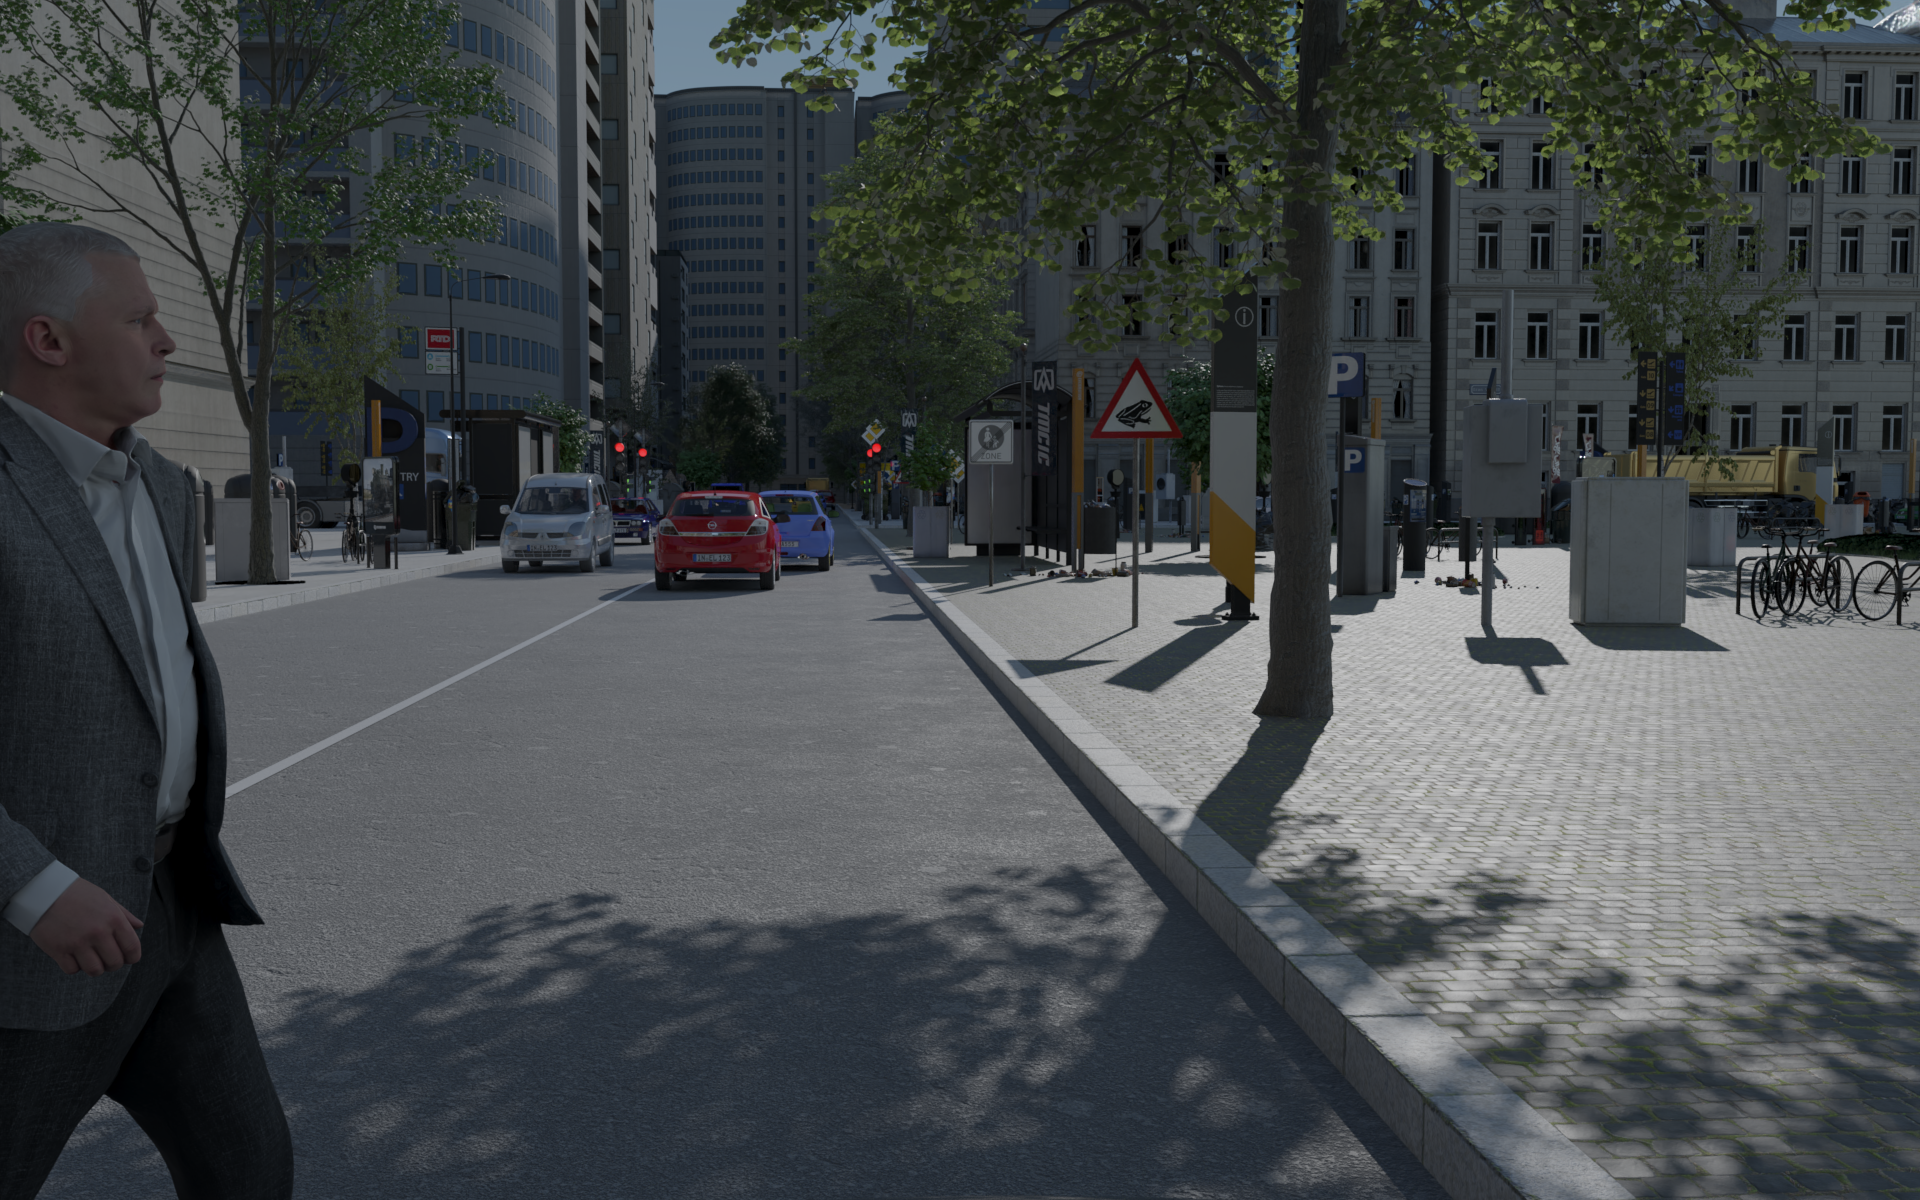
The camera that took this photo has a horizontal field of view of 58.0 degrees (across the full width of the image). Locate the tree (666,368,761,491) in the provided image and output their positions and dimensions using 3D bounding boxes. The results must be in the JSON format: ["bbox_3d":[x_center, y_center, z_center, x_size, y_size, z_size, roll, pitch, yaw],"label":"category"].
[{"bbox_3d":[-18.109,-11.804,127.409,7.601,10.594,8.767,-1,4,-9],"label":"tree"}]

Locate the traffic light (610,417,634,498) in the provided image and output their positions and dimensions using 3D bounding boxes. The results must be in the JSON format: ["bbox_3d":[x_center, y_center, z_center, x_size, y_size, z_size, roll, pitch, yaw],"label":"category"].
[{"bbox_3d":[-12.396,-4.556,63.417,0.839,4.253,0.868,0,4,-4],"label":"traffic light"}]

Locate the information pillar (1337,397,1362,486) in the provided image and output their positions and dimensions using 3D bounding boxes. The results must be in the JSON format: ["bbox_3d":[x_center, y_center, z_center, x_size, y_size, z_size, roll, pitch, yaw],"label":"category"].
[{"bbox_3d":[6.972,-2.410,30.757,0.183,3.616,0.504,-1,4,-20],"label":"information pillar"}]

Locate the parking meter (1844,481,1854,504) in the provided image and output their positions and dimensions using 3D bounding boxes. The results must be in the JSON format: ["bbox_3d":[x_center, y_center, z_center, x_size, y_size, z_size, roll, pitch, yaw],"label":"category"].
[{"bbox_3d":[41.124,-4.554,80.166,0.255,1.863,0.399,0,4,-2],"label":"parking meter"}]

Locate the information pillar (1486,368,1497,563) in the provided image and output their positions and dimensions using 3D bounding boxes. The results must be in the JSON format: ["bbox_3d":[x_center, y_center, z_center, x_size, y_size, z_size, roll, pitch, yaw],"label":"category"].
[{"bbox_3d":[9.789,-2.484,31.972,0.183,3.616,0.504,2,4,28],"label":"information pillar"}]

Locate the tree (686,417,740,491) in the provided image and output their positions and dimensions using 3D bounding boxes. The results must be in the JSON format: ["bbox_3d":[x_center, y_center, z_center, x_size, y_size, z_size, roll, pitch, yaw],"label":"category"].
[{"bbox_3d":[-19.608,-11.477,138.010,4.737,8.622,4.395,0,3,0],"label":"tree"}]

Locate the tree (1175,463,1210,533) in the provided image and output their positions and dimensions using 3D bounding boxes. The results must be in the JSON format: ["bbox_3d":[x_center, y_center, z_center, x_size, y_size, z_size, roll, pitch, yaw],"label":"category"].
[{"bbox_3d":[7.903,-3.859,57.701,1.663,3.219,1.824,0,3,0],"label":"tree"}]

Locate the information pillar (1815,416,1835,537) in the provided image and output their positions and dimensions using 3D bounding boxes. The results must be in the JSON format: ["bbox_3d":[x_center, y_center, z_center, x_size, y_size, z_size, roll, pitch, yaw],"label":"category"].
[{"bbox_3d":[26.069,-3.720,52.174,0.183,3.616,0.504,-3,5,-41],"label":"information pillar"}]

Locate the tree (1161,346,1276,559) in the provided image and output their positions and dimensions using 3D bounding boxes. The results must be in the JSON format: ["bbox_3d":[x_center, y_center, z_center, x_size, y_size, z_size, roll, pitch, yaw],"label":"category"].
[{"bbox_3d":[5.550,-3.130,34.897,4.285,4.588,4.351,0,3,0],"label":"tree"}]

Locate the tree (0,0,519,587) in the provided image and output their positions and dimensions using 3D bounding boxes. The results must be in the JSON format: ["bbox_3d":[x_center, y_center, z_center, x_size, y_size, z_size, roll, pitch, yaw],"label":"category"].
[{"bbox_3d":[-10.008,-6.017,24.132,9.928,11.665,9.643,0,3,0],"label":"tree"}]

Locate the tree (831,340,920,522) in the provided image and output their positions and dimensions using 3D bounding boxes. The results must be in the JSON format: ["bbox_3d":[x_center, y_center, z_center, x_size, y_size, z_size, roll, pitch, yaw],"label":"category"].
[{"bbox_3d":[-3.665,-7.929,80.003,4.360,8.622,3.978,0,3,0],"label":"tree"}]

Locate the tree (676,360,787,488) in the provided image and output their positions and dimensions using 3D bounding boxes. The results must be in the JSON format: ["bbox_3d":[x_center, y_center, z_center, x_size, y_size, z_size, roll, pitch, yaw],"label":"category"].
[{"bbox_3d":[-19.609,-14.117,147.821,9.611,12.733,9.660,0,3,0],"label":"tree"}]

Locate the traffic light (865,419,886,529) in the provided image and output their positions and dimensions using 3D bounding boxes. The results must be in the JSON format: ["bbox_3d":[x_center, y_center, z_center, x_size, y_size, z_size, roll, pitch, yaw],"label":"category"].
[{"bbox_3d":[-3.114,-4.601,64.148,0.839,4.253,0.868,0,4,-4],"label":"traffic light"}]

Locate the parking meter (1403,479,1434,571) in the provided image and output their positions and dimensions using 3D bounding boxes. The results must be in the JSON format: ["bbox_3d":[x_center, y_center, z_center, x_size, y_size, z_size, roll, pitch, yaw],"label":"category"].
[{"bbox_3d":[7.608,-1.258,28.980,0.372,1.533,0.369,0,3,0],"label":"parking meter"}]

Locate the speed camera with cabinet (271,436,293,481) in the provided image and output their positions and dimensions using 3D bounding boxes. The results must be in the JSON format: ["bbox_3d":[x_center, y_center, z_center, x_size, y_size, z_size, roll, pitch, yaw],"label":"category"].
[{"bbox_3d":[-23.790,-3.988,59.542,2.038,3.252,0.660,2,4,34],"label":"speed camera with cabinet"}]

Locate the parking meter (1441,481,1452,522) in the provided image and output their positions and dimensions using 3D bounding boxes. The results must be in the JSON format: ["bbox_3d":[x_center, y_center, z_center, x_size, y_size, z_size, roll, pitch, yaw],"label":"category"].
[{"bbox_3d":[21.450,-4.323,76.389,0.255,1.863,0.399,-2,4,-27],"label":"parking meter"}]

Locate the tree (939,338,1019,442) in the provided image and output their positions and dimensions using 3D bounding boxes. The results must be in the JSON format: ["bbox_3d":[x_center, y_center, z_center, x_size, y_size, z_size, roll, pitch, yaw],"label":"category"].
[{"bbox_3d":[0.972,-7.863,78.915,4.360,8.622,3.978,0,3,0],"label":"tree"}]

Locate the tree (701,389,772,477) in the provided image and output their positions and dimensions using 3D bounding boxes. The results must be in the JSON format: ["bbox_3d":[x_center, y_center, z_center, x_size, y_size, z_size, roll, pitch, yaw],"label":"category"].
[{"bbox_3d":[-22.005,-14.777,167.357,9.928,11.665,9.643,0,3,0],"label":"tree"}]

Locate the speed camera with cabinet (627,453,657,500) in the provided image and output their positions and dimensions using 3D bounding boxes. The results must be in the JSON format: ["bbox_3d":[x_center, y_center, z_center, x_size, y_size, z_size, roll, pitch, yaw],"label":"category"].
[{"bbox_3d":[-15.455,-5.485,84.011,0.660,3.252,2.038,1,4,18],"label":"speed camera with cabinet"}]

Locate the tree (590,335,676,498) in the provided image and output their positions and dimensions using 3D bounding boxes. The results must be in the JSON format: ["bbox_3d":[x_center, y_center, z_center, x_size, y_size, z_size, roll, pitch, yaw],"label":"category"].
[{"bbox_3d":[-14.851,-7.914,79.748,4.360,8.622,3.978,0,3,0],"label":"tree"}]

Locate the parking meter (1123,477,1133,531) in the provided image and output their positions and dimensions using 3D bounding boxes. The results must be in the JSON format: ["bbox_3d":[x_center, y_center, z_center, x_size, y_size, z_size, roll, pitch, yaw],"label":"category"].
[{"bbox_3d":[5.930,-3.356,60.584,0.399,1.863,0.255,-1,4,-22],"label":"parking meter"}]

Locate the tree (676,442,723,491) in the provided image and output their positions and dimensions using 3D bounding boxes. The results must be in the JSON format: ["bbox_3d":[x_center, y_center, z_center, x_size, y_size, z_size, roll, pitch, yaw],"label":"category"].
[{"bbox_3d":[-16.607,-7.754,110.497,4.285,4.588,4.351,0,3,0],"label":"tree"}]

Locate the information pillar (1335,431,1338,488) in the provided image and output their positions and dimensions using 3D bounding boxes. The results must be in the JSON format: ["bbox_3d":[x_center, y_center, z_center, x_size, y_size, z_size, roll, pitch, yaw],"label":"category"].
[{"bbox_3d":[14.008,-4.459,64.257,0.183,3.616,0.504,0,4,-2],"label":"information pillar"}]

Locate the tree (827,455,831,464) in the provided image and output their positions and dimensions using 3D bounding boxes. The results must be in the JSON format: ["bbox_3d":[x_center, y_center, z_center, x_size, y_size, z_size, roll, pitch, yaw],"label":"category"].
[{"bbox_3d":[-12.802,-15.052,196.455,4.360,8.622,3.978,0,3,0],"label":"tree"}]

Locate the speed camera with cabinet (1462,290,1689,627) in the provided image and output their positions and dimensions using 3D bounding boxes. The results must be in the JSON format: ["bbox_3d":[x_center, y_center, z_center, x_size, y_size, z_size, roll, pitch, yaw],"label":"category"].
[{"bbox_3d":[6.019,-1.386,16.989,2.038,3.252,0.660,0,4,7],"label":"speed camera with cabinet"}]

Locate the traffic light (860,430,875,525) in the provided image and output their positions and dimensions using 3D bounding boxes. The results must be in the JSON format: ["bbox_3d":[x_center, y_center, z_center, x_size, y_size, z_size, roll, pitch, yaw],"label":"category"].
[{"bbox_3d":[-3.729,-5.088,72.109,0.839,4.253,0.868,0,4,-4],"label":"traffic light"}]

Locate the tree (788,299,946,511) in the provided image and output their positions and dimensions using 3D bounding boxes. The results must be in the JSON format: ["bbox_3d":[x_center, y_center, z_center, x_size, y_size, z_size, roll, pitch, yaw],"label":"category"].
[{"bbox_3d":[-5.344,-11.891,104.795,12.009,13.543,11.850,0,3,0],"label":"tree"}]

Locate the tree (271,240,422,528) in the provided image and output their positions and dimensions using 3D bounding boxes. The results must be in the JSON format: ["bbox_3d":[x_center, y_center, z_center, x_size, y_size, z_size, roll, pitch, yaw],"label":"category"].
[{"bbox_3d":[-17.353,-6.022,48.829,4.737,8.622,4.395,0,3,0],"label":"tree"}]

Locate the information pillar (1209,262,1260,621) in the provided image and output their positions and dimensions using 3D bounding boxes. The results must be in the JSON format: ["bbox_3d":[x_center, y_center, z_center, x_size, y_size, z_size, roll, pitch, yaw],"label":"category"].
[{"bbox_3d":[2.783,-1.602,17.545,0.504,3.616,0.183,-1,4,-15],"label":"information pillar"}]

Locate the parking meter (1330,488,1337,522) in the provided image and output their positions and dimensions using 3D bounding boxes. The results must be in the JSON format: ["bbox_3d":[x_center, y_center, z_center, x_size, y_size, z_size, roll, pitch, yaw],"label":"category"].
[{"bbox_3d":[13.111,-3.190,60.574,0.372,1.533,0.369,0,3,0],"label":"parking meter"}]

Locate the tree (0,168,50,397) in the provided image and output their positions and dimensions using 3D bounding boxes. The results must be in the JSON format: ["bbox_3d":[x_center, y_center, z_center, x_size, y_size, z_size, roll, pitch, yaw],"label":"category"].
[{"bbox_3d":[-9.147,-1.884,14.520,4.285,4.588,4.351,0,3,0],"label":"tree"}]

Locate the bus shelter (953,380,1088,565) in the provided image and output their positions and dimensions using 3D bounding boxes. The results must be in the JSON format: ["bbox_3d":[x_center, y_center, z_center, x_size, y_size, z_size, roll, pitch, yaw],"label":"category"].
[{"bbox_3d":[1.062,-2.417,33.445,2.014,3.302,5.546,0,4,-4],"label":"bus shelter"}]

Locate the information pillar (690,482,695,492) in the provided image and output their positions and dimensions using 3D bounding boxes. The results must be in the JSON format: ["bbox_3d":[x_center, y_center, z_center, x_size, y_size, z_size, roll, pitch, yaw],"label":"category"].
[{"bbox_3d":[-16.052,-6.066,103.674,0.304,2.012,0.304,-2,4,-34],"label":"information pillar"}]

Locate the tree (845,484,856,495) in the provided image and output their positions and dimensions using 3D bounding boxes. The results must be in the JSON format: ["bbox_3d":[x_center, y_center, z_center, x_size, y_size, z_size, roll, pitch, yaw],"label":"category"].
[{"bbox_3d":[-13.554,-13.416,213.948,1.663,3.219,1.824,0,3,0],"label":"tree"}]

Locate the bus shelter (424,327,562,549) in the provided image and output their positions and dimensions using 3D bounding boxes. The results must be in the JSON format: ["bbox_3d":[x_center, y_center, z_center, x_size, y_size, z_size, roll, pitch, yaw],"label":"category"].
[{"bbox_3d":[-11.948,-4.081,44.357,2.179,5.291,8.768,0,4,-5],"label":"bus shelter"}]

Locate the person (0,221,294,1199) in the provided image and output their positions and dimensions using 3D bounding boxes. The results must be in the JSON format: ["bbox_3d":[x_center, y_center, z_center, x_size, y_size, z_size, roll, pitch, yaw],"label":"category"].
[{"bbox_3d":[-1.099,0.404,2.297,0.834,1.777,0.661,0,4,-1],"label":"person"}]

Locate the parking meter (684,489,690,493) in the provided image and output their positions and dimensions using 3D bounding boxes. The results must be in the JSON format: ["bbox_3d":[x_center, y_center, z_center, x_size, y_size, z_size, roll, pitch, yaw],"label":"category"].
[{"bbox_3d":[-15.717,-5.758,99.854,0.255,1.863,0.399,1,4,12],"label":"parking meter"}]

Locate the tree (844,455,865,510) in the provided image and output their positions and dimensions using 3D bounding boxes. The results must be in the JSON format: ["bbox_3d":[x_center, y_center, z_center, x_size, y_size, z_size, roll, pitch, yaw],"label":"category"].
[{"bbox_3d":[-7.877,-9.621,141.023,4.285,4.588,4.351,0,3,0],"label":"tree"}]

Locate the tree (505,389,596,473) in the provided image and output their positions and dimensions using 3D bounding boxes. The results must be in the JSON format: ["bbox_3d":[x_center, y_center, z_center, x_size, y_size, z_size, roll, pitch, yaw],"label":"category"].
[{"bbox_3d":[-13.084,-4.329,54.493,4.285,4.588,4.351,0,3,0],"label":"tree"}]

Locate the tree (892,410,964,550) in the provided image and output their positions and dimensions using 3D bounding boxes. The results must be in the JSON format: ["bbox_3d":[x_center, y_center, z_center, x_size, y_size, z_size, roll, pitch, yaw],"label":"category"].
[{"bbox_3d":[-0.834,-2.777,40.000,1.663,3.219,1.824,0,3,0],"label":"tree"}]

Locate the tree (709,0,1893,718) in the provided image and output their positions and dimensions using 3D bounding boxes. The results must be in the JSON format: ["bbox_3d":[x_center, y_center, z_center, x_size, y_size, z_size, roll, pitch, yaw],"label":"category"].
[{"bbox_3d":[2.387,-5.611,9.867,7.486,12.596,7.792,0,3,0],"label":"tree"}]

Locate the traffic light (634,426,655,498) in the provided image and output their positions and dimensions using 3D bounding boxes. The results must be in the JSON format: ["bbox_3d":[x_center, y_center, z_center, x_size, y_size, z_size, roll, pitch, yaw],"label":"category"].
[{"bbox_3d":[-13.012,-5.043,71.378,0.839,4.253,0.868,0,4,-4],"label":"traffic light"}]

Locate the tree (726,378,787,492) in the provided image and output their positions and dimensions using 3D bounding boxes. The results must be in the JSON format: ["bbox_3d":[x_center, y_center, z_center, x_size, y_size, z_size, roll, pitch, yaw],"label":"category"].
[{"bbox_3d":[-23.635,-17.428,191.600,9.857,13.997,8.962,0,3,0],"label":"tree"}]

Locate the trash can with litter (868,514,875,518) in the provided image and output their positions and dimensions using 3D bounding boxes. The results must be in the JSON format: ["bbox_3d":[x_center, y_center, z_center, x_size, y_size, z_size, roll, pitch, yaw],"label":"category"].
[{"bbox_3d":[-4.780,-5.022,93.494,0.624,1.170,1.055,-1,4,-19],"label":"trash can with litter"}]

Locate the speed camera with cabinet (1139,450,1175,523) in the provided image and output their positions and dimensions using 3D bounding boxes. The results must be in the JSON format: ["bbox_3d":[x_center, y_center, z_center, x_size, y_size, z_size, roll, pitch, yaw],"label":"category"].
[{"bbox_3d":[8.694,-5.081,77.403,0.660,3.252,2.038,-3,4,-38],"label":"speed camera with cabinet"}]

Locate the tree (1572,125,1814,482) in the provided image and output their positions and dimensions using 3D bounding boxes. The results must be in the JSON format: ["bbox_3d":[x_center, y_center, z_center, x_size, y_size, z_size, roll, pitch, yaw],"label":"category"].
[{"bbox_3d":[14.185,-5.137,34.351,4.737,8.622,4.395,0,3,0],"label":"tree"}]

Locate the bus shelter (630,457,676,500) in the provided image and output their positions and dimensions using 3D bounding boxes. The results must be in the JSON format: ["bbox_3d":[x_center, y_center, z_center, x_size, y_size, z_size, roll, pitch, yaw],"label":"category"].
[{"bbox_3d":[-17.313,-6.361,97.933,2.014,3.302,5.546,0,4,-4],"label":"bus shelter"}]
